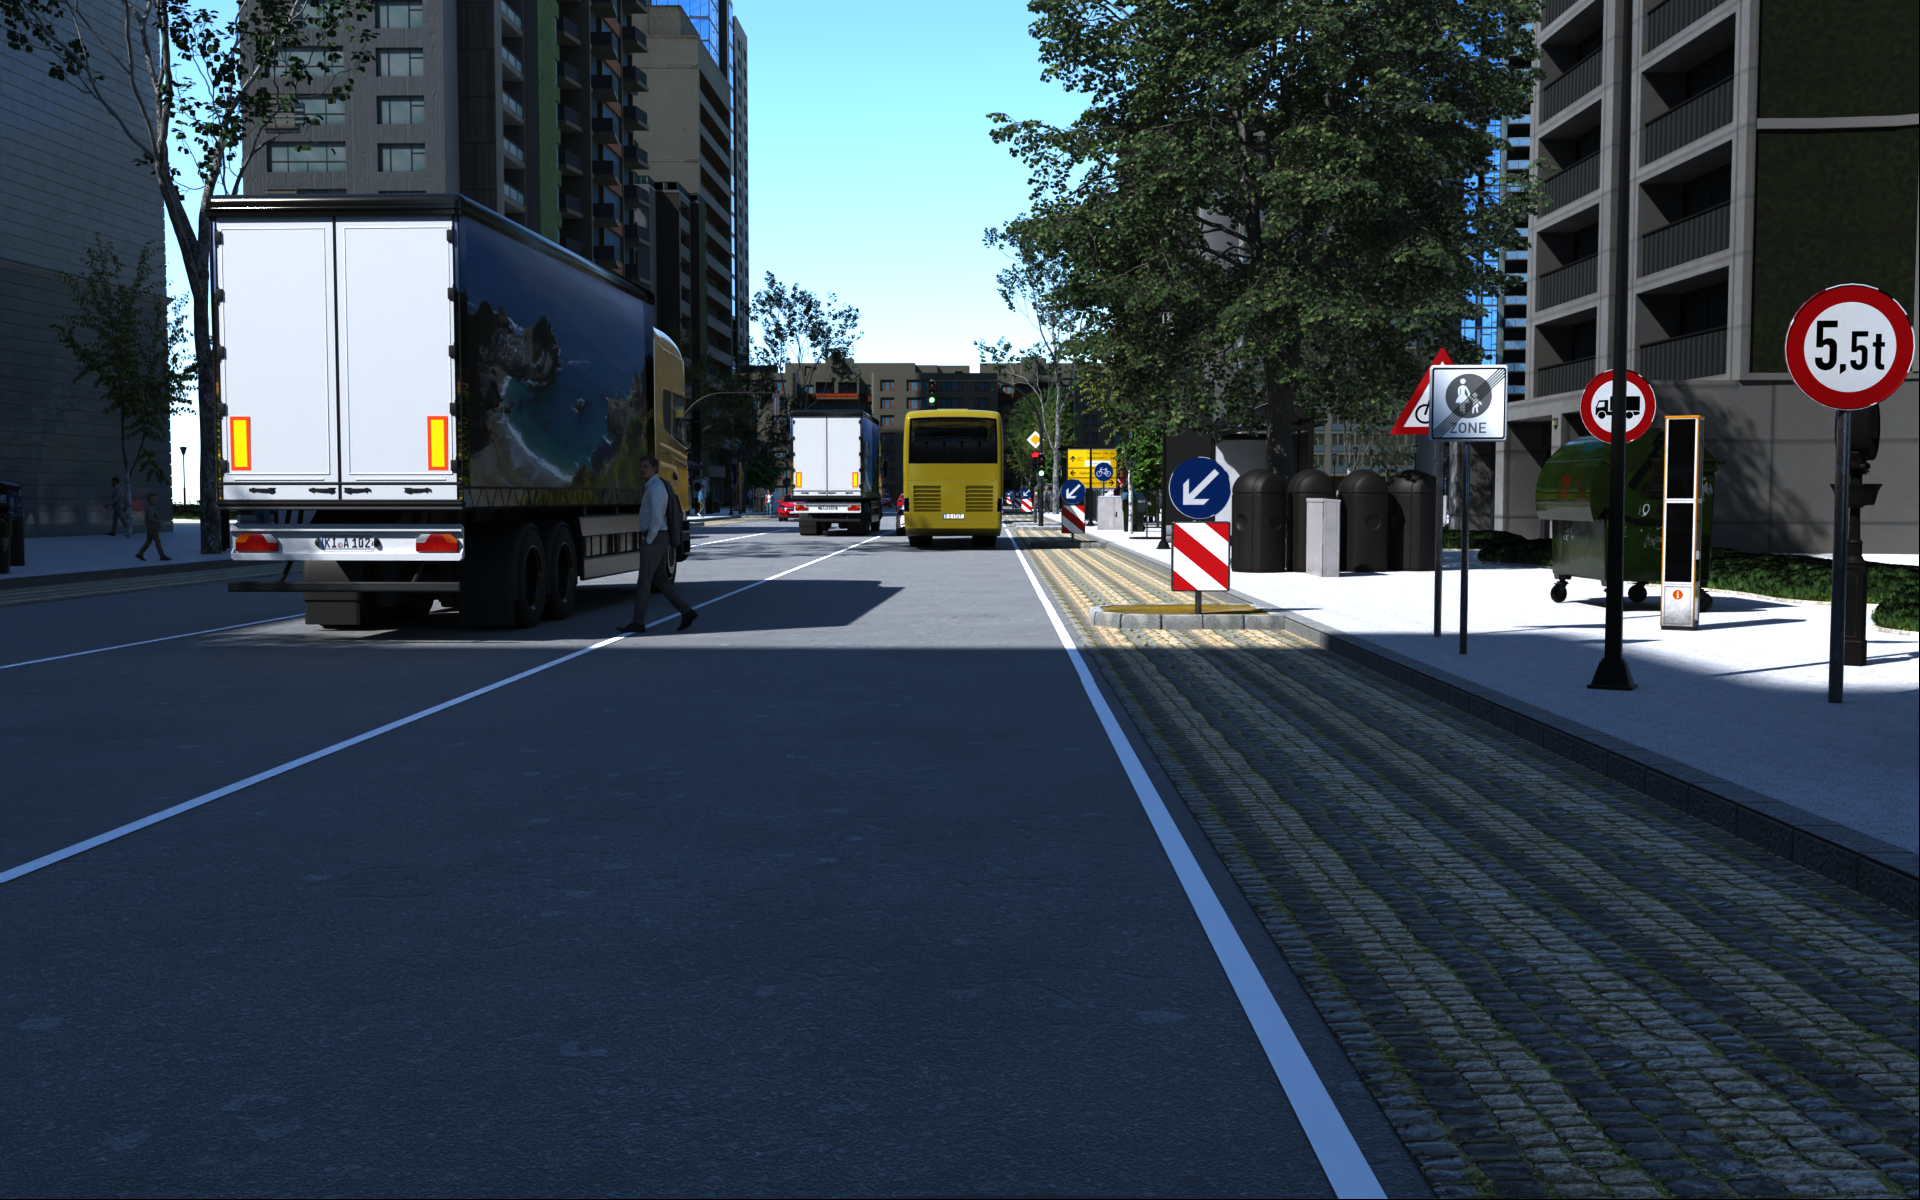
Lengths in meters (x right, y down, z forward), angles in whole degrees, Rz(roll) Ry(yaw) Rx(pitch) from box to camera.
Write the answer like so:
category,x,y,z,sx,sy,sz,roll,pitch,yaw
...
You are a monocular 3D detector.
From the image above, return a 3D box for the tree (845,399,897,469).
category,x,y,z,sx,sy,sz,roll,pitch,yaw
tree,-13.133,-19.227,224.728,12.009,13.543,11.850,0,3,0

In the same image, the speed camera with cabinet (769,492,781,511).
category,x,y,z,sx,sy,sz,roll,pitch,yaw
speed camera with cabinet,-14.604,-8.462,132.682,0.660,3.252,2.038,2,4,33

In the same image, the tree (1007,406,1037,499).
category,x,y,z,sx,sy,sz,roll,pitch,yaw
tree,7.193,-11.467,137.847,4.737,8.622,4.395,0,3,0

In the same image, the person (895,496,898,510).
category,x,y,z,sx,sy,sz,roll,pitch,yaw
person,-5.471,-8.462,151.525,0.373,1.253,0.362,1,4,17

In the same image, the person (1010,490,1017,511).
category,x,y,z,sx,sy,sz,roll,pitch,yaw
person,4.422,-8.149,141.916,0.721,1.800,0.419,-1,4,-17

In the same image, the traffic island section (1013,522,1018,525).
category,x,y,z,sx,sy,sz,roll,pitch,yaw
traffic island section,3.371,-3.351,77.074,2.009,0.180,2.903,0,4,1

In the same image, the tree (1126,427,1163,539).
category,x,y,z,sx,sy,sz,roll,pitch,yaw
tree,5.306,-3.348,49.343,1.663,3.219,1.824,0,3,0

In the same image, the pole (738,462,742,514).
category,x,y,z,sx,sy,sz,roll,pitch,yaw
pole,-14.038,-7.134,110.484,0.158,3.312,0.155,0,3,0

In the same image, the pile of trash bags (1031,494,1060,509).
category,x,y,z,sx,sy,sz,roll,pitch,yaw
pile of trash bags,7.798,-8.553,149.599,3.447,1.369,1.912,1,4,15

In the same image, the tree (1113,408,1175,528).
category,x,y,z,sx,sy,sz,roll,pitch,yaw
tree,7.499,-5.035,66.032,4.285,4.588,4.351,0,3,0

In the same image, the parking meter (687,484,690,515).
category,x,y,z,sx,sy,sz,roll,pitch,yaw
parking meter,-16.652,-6.102,105.480,0.255,1.863,0.399,-3,5,-42

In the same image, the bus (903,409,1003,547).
category,x,y,z,sx,sy,sz,roll,pitch,yaw
bus,-0.232,-3.558,49.728,2.896,3.916,12.252,0,4,-1

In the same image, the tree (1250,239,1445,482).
category,x,y,z,sx,sy,sz,roll,pitch,yaw
tree,11.400,-6.071,49.619,4.360,8.622,3.978,0,3,0

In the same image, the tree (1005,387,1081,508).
category,x,y,z,sx,sy,sz,roll,pitch,yaw
tree,7.925,-14.612,164.657,9.928,11.665,9.643,0,3,0

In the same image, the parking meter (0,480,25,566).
category,x,y,z,sx,sy,sz,roll,pitch,yaw
parking meter,-16.928,-1.376,30.912,0.372,1.533,0.369,0,3,0

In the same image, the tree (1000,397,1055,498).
category,x,y,z,sx,sy,sz,roll,pitch,yaw
tree,7.899,-18.817,218.034,12.009,13.543,11.850,0,3,0

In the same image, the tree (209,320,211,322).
category,x,y,z,sx,sy,sz,roll,pitch,yaw
tree,-22.827,-6.588,58.082,4.360,8.622,3.978,0,3,0

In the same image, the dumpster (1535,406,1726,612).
category,x,y,z,sx,sy,sz,roll,pitch,yaw
dumpster,7.557,-1.046,19.597,1.502,2.255,1.985,0,4,1

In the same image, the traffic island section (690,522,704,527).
category,x,y,z,sx,sy,sz,roll,pitch,yaw
traffic island section,-12.568,-3.367,77.334,2.009,0.180,2.903,0,4,1

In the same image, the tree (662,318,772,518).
category,x,y,z,sx,sy,sz,roll,pitch,yaw
tree,-14.494,-9.580,91.049,8.767,10.594,7.601,0,4,-7

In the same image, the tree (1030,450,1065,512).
category,x,y,z,sx,sy,sz,roll,pitch,yaw
tree,6.684,-8.601,124.346,4.285,4.588,4.351,0,3,0

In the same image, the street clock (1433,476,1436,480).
category,x,y,z,sx,sy,sz,roll,pitch,yaw
street clock,18.428,-3.864,67.749,0.358,2.002,0.471,0,4,2

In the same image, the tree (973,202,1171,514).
category,x,y,z,sx,sy,sz,roll,pitch,yaw
tree,6.989,-15.548,110.094,12.611,20.169,13.585,0,3,0

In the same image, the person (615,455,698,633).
category,x,y,z,sx,sy,sz,roll,pitch,yaw
person,-3.158,-0.574,17.990,0.850,1.850,0.679,-1,4,-12

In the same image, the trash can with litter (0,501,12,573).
category,x,y,z,sx,sy,sz,roll,pitch,yaw
trash can with litter,-15.755,-1.012,27.938,1.055,1.170,0.624,3,4,38

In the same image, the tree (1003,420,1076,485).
category,x,y,z,sx,sy,sz,roll,pitch,yaw
tree,8.484,-15.809,192.889,8.767,10.594,7.601,0,4,-5

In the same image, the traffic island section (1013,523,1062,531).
category,x,y,z,sx,sy,sz,roll,pitch,yaw
traffic island section,3.242,-2.863,69.090,2.009,0.180,2.903,0,4,1

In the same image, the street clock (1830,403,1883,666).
category,x,y,z,sx,sy,sz,roll,pitch,yaw
street clock,6.693,-0.513,12.958,0.358,2.002,0.471,3,4,38

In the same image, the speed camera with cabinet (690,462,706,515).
category,x,y,z,sx,sy,sz,roll,pitch,yaw
speed camera with cabinet,-16.829,-6.942,107.834,2.038,3.252,0.660,1,4,19

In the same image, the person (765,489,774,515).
category,x,y,z,sx,sy,sz,roll,pitch,yaw
person,-11.540,-5.850,104.985,0.563,1.720,0.643,0,4,6

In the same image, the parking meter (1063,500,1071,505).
category,x,y,z,sx,sy,sz,roll,pitch,yaw
parking meter,5.050,-4.658,81.875,0.399,1.863,0.255,3,5,39

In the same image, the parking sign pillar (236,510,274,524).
category,x,y,z,sx,sy,sz,roll,pitch,yaw
parking sign pillar,-27.838,-4.885,68.345,1.447,3.967,1.447,-3,5,-40

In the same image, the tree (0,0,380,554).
category,x,y,z,sx,sy,sz,roll,pitch,yaw
tree,-17.102,-10.990,35.572,12.611,20.169,13.585,0,3,0

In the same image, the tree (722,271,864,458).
category,x,y,z,sx,sy,sz,roll,pitch,yaw
tree,-14.025,-17.750,146.109,12.611,20.169,13.585,0,3,0

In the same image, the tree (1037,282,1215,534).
category,x,y,z,sx,sy,sz,roll,pitch,yaw
tree,5.477,-6.444,55.716,4.737,8.622,4.395,0,3,0

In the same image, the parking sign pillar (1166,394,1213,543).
category,x,y,z,sx,sy,sz,roll,pitch,yaw
parking sign pillar,6.069,-3.511,45.881,1.447,3.967,1.447,2,4,23

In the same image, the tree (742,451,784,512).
category,x,y,z,sx,sy,sz,roll,pitch,yaw
tree,-14.259,-8.641,125.001,4.285,4.588,4.351,0,3,0

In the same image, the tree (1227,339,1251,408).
category,x,y,z,sx,sy,sz,roll,pitch,yaw
tree,11.074,-6.532,57.166,4.360,8.622,3.978,0,3,0

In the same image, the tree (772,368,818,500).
category,x,y,z,sx,sy,sz,roll,pitch,yaw
tree,-14.726,-11.210,117.697,8.767,10.594,7.601,-1,4,-12

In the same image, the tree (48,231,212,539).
category,x,y,z,sx,sy,sz,roll,pitch,yaw
tree,-23.617,-6.065,49.529,4.737,8.622,4.395,0,3,0

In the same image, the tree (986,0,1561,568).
category,x,y,z,sx,sy,sz,roll,pitch,yaw
tree,5.478,-7.548,30.067,9.857,13.997,8.962,0,3,0
